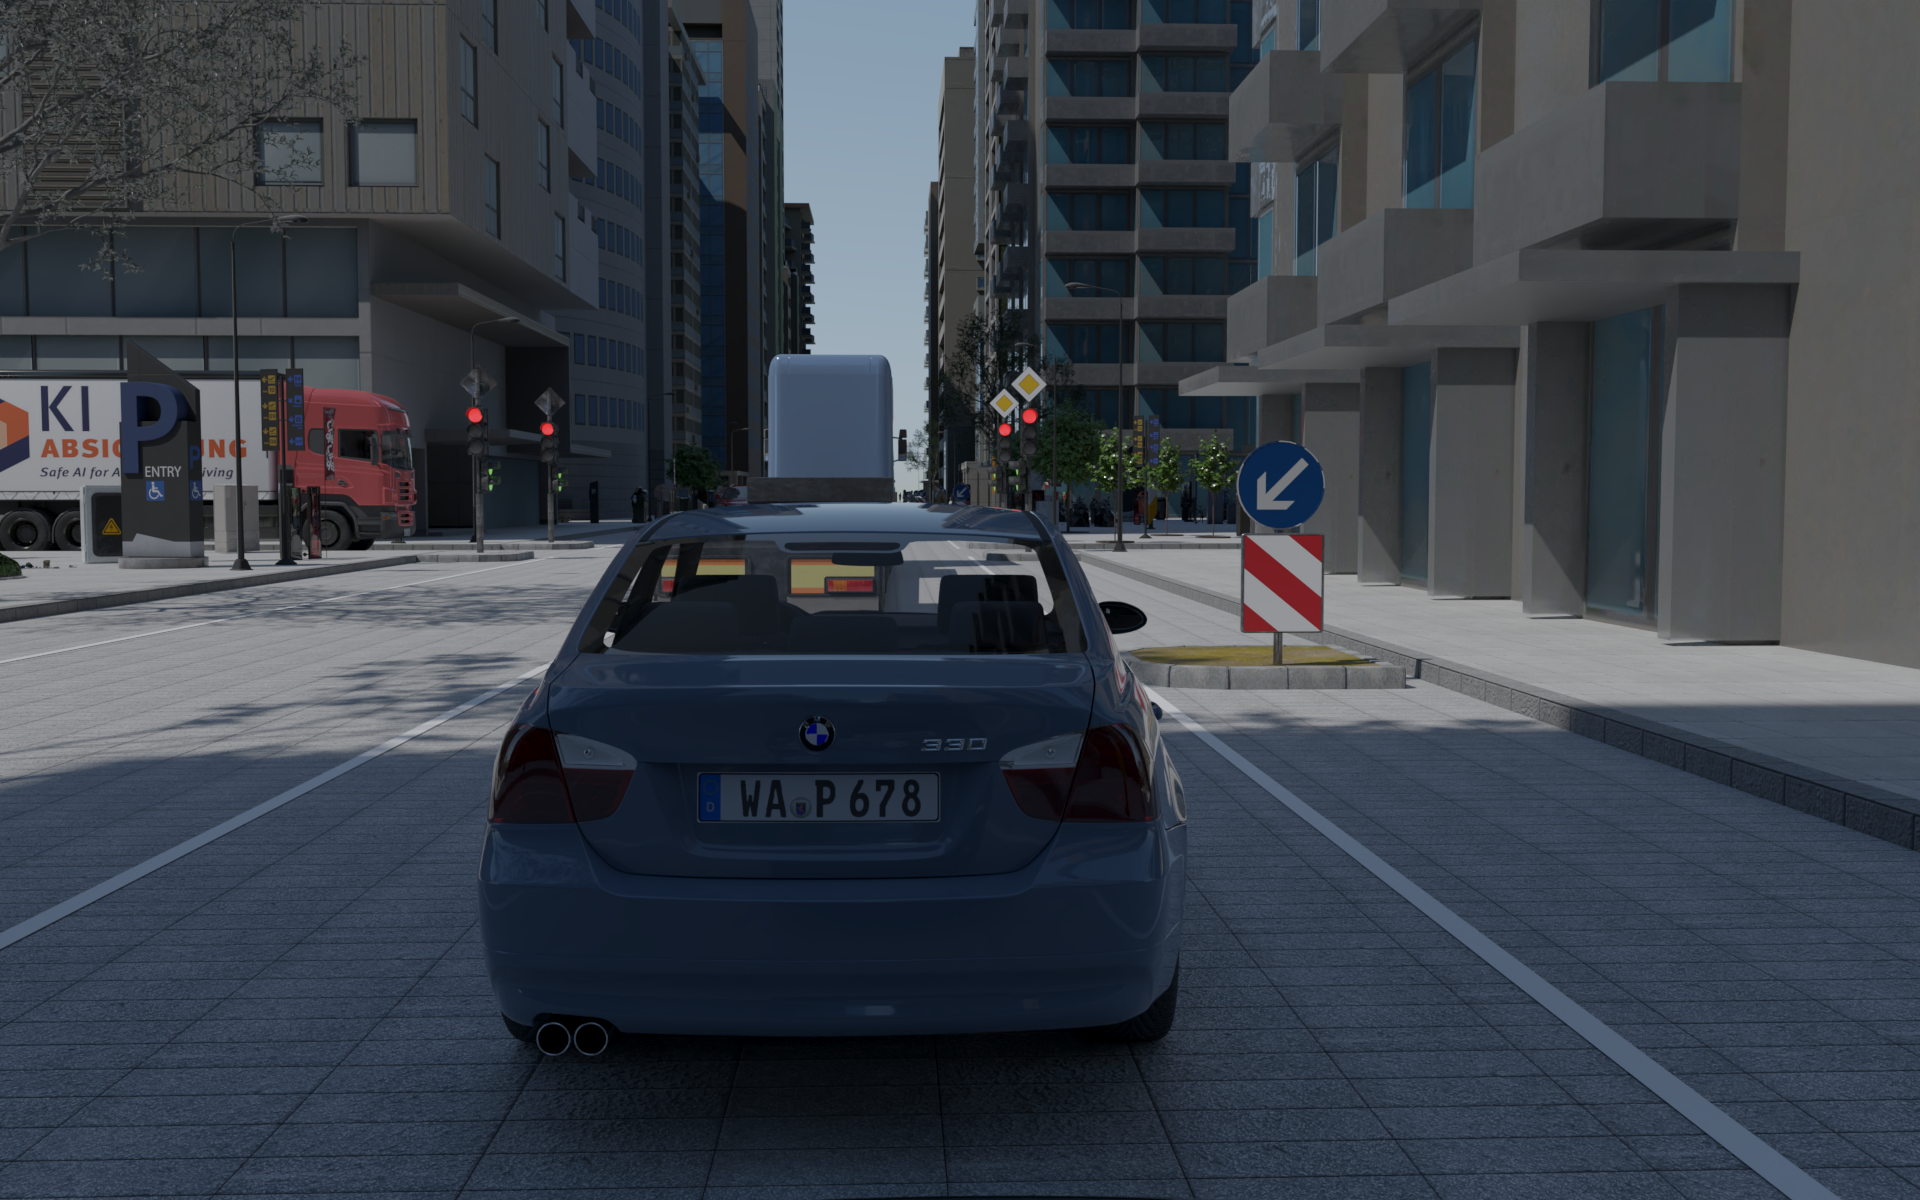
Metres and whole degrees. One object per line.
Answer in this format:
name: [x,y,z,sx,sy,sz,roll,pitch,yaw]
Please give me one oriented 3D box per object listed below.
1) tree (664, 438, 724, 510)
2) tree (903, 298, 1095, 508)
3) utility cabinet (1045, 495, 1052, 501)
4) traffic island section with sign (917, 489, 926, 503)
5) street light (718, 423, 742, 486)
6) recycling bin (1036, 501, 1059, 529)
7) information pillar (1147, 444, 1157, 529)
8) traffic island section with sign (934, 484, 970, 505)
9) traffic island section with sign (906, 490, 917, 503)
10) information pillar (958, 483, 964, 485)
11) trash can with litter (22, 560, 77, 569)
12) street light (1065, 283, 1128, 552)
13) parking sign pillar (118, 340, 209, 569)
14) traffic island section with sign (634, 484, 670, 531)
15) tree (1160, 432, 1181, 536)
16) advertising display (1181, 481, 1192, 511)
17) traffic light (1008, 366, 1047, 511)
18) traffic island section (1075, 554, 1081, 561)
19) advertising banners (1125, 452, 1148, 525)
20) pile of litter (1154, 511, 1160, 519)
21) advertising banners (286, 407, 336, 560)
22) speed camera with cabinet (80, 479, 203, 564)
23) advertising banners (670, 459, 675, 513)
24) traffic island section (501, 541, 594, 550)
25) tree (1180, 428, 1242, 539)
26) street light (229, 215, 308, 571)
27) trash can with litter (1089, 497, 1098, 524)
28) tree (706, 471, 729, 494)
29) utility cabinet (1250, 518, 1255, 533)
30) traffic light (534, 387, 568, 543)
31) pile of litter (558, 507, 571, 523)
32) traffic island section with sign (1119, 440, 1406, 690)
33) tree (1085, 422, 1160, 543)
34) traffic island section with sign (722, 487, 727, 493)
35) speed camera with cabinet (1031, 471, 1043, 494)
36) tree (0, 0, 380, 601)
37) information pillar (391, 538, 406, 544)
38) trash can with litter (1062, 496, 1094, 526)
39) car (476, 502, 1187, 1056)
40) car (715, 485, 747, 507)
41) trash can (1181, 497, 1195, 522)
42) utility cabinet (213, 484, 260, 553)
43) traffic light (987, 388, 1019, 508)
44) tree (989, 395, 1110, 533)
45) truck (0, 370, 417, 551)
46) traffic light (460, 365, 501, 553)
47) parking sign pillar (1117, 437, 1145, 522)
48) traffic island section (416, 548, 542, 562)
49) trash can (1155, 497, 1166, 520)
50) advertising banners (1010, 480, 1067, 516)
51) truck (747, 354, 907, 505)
tree: [-15.434,-7.136,100.390,4.285,4.588,4.351,0,3,0]
tree: [2.278,-9.010,81.724,8.767,10.594,7.601,1,4,11]
utility cabinet: [4.078,-4.586,86.147,1.020,1.237,0.306,-2,4,-33]
traffic island section with sign: [-1.220,-5.350,96.103,1.989,1.847,2.006,0,4,-2]
street light: [-15.130,-8.563,112.548,1.470,5.913,1.316,0,4,-2]
recycling bin: [3.111,-3.009,61.748,0.722,1.027,0.722,0,4,-7]
information pillar: [7.015,-4.390,63.139,0.183,3.616,0.504,3,4,38]
traffic island section with sign: [-0.074,-3.672,68.659,1.989,1.847,2.006,0,4,-2]
traffic island section with sign: [-3.293,-8.362,145.345,1.989,1.847,2.006,0,4,-2]
information pillar: [0.067,-6.504,110.832,0.304,2.012,0.304,2,4,33]
trash can with litter: [-16.341,-1.131,29.544,2.233,1.210,1.678,-2,4,-24]
street light: [3.008,-4.020,38.262,1.470,5.913,1.316,0,4,-2]
parking sign pillar: [-13.909,-2.549,30.149,1.447,3.967,1.447,1,4,9]
traffic island section with sign: [-11.796,-3.671,68.652,1.989,1.847,2.006,0,4,-2]
tree: [6.443,-3.572,53.000,1.663,3.219,1.824,0,3,0]
advertising display: [11.121,-4.889,85.147,0.123,1.923,0.974,-1,4,-20]
traffic light: [1.495,-3.015,38.211,0.839,4.253,0.868,0,4,-2]
traffic island section: [1.536,-0.981,38.327,2.009,0.180,2.903,0,4,-2]
advertising banners: [7.405,-4.648,72.180,0.090,3.025,2.074,-2,4,-26]
pile of litter: [9.598,-4.543,88.235,1.719,0.858,1.176,-3,4,-37]
advertising banners: [-12.786,-2.325,34.200,0.090,3.025,2.074,0,4,7]
speed camera with cabinet: [-15.320,-2.329,32.415,2.038,3.252,0.660,-2,4,-32]
advertising banners: [-14.102,-5.429,84.960,0.090,3.025,2.074,0,4,-1]
traffic island section: [-10.831,-1.439,45.806,2.009,0.180,2.903,0,4,-2]
tree: [7.517,-3.411,50.374,1.663,3.219,1.824,0,3,0]
street light: [-11.552,-3.452,28.980,1.470,5.913,1.316,0,4,-2]
trash can with litter: [6.033,-3.822,73.881,1.055,1.170,0.624,0,4,-1]
tree: [-16.648,-7.476,116.833,1.663,3.219,1.824,0,3,0]
utility cabinet: [9.347,-2.744,56.029,0.306,1.237,1.020,2,4,25]
traffic light: [-10.790,-3.471,45.673,0.839,4.253,0.868,0,4,-2]
pile of litter: [-17.895,-3.879,77.380,1.176,0.858,1.719,2,4,27]
traffic island section with sign: [2.247,-0.306,13.630,1.989,1.847,2.006,0,4,-2]
tree: [3.968,-3.106,45.388,1.663,3.219,1.824,0,3,0]
traffic island section with sign: [-12.929,-5.318,95.583,1.989,1.847,2.006,0,4,-2]
speed camera with cabinet: [2.896,-4.421,66.617,0.660,3.252,2.038,0,4,5]
tree: [-12.204,-6.708,20.042,12.009,13.543,11.850,0,3,0]
information pillar: [-14.480,-3.266,44.750,0.504,3.616,0.183,1,4,22]
trash can with litter: [4.986,-3.649,70.718,1.678,1.210,2.233,0,4,3]
car: [-0.320,0.378,5.817,2.014,1.417,4.499,0,4,-1]
car: [-8.663,-3.742,69.852,2.281,1.827,5.304,0,4,-1]
trash can: [10.511,-4.148,79.471,0.748,1.137,0.748,0,3,0]
utility cabinet: [-15.798,-1.785,37.859,0.318,1.500,1.173,1,4,12]
traffic light: [1.160,-3.503,46.189,0.839,4.253,0.868,0,4,-2]
tree: [3.677,-4.514,57.521,4.285,4.588,4.351,0,3,0]
truck: [-17.978,-3.151,40.433,11.283,4.237,2.839,0,4,-4]
traffic light: [-10.455,-2.983,37.695,0.839,4.253,0.868,0,4,-2]
parking sign pillar: [7.943,-5.592,79.906,1.447,3.967,1.447,-1,4,-10]
traffic island section: [-10.495,-0.951,37.828,2.009,0.180,2.903,0,4,-2]
trash can: [9.969,-4.546,85.976,0.748,1.137,0.748,0,3,0]
advertising banners: [2.884,-4.180,64.527,2.074,3.025,0.090,0,4,-1]
truck: [-2.323,-2.316,27.627,2.967,4.110,18.799,0,4,-2]
